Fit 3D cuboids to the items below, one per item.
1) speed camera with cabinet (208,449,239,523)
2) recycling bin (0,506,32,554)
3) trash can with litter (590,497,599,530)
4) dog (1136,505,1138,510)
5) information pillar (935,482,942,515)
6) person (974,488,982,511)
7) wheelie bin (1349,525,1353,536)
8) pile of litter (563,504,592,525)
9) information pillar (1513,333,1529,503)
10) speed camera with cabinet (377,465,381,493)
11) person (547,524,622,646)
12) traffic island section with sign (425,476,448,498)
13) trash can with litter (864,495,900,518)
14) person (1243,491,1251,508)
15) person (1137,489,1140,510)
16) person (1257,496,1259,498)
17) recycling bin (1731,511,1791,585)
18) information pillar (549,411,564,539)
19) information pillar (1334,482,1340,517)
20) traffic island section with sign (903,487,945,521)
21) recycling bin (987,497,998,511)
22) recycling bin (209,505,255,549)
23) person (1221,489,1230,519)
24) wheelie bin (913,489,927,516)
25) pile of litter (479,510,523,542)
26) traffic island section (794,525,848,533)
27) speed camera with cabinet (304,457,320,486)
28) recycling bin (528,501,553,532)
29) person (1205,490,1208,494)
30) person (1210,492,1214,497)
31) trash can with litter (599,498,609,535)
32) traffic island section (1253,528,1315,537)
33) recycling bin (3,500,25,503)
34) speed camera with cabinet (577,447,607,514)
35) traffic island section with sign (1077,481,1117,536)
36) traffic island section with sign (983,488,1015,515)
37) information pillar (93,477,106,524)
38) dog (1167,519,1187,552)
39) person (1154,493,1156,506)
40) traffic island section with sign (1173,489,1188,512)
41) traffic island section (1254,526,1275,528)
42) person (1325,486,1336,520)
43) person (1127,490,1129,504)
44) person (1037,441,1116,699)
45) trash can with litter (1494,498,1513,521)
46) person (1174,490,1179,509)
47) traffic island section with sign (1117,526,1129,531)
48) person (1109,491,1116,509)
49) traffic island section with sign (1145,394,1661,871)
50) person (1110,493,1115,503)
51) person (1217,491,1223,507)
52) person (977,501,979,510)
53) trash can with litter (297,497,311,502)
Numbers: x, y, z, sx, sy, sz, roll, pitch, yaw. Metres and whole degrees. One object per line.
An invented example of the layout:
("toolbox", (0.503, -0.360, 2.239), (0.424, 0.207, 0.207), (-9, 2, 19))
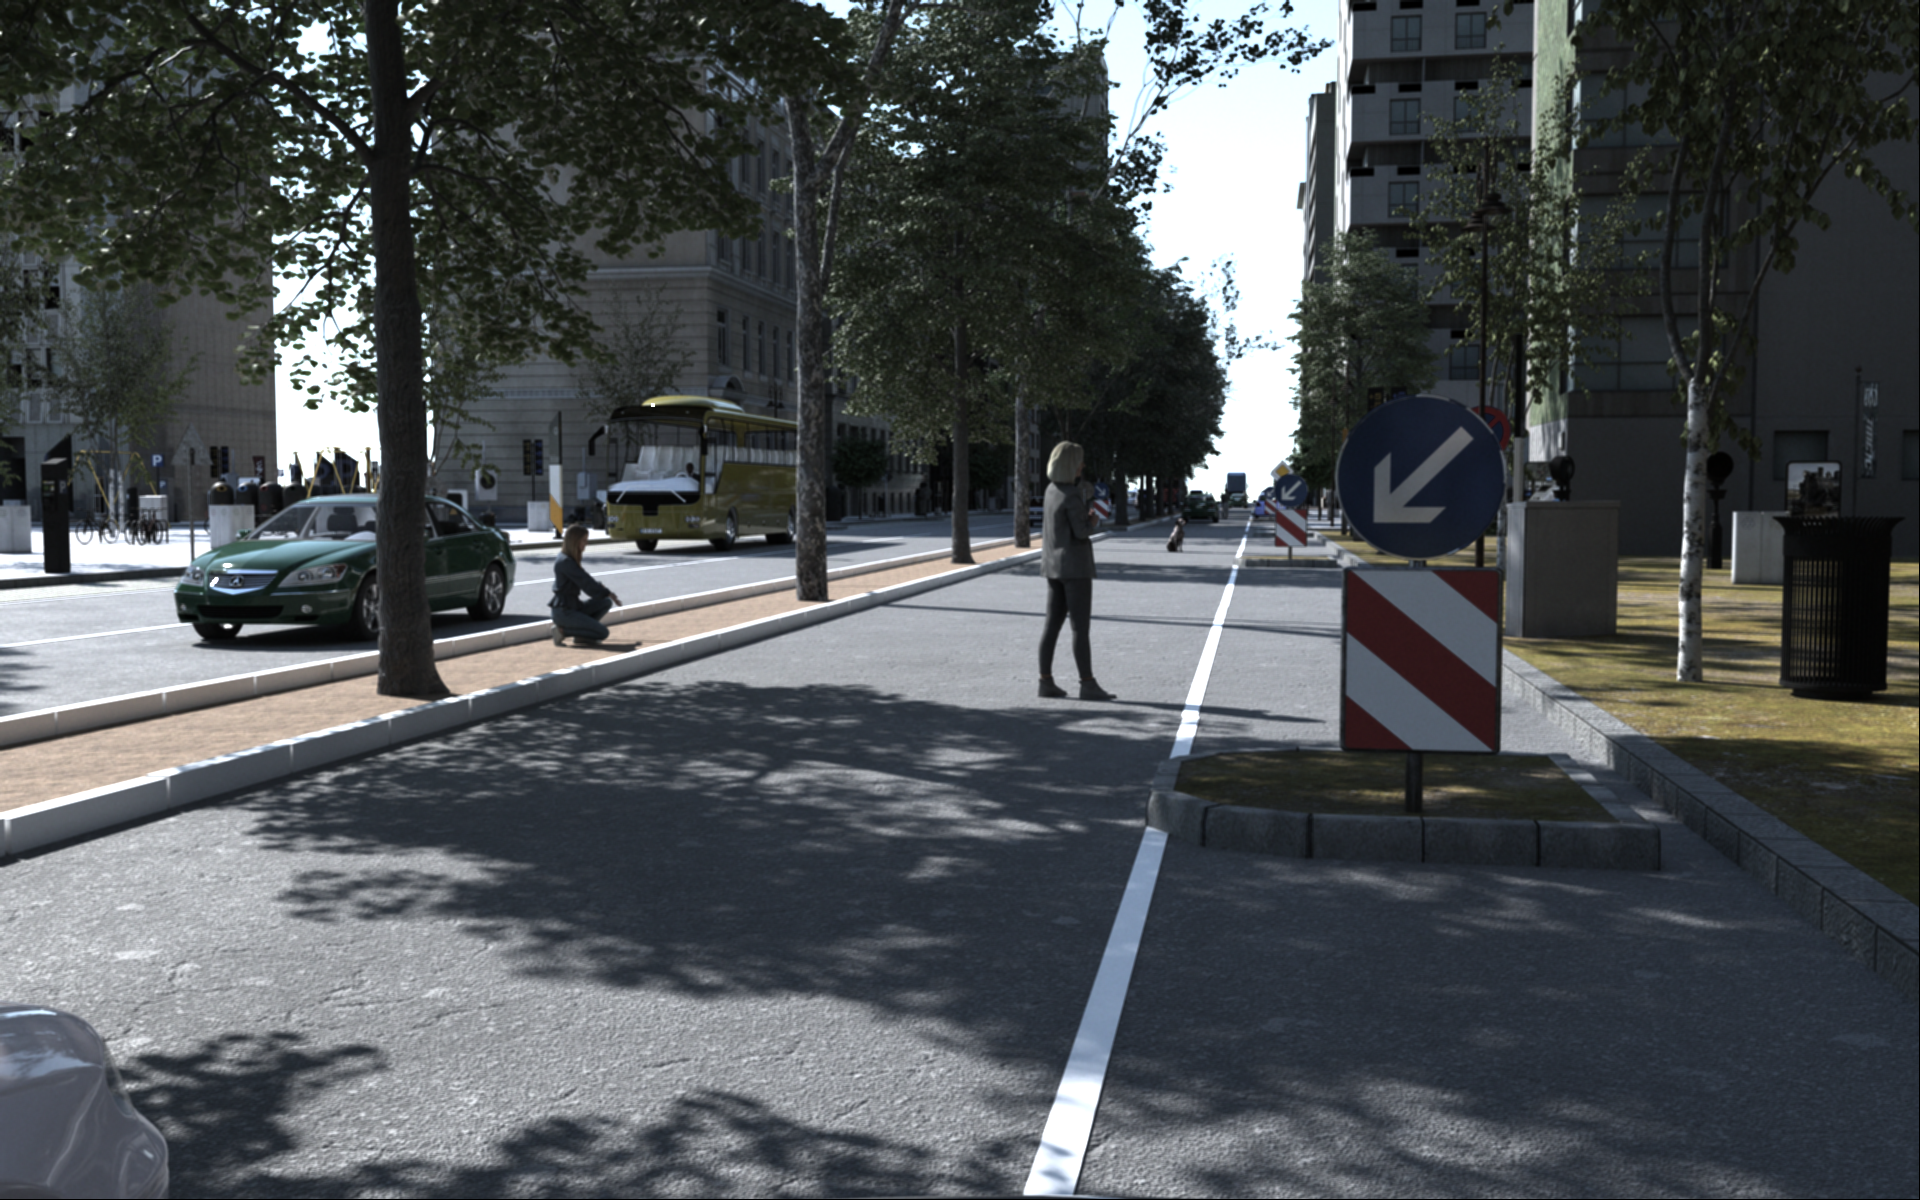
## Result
("speed camera with cabinet", (-32.533, -5.024, 76.482), (2.038, 3.252, 0.660), (3, 5, 44))
("recycling bin", (-20.621, -1.536, 37.662), (0.722, 1.027, 0.722), (-2, 4, -31))
("trash can with litter", (-12.654, -3.086, 61.843), (1.055, 1.170, 0.624), (0, 4, 4))
("dog", (14.623, -7.559, 142.880), (0.406, 0.507, 0.540), (-2, 4, -31))
("information pillar", (-1.313, -6.107, 104.336), (0.304, 2.012, 0.304), (3, 5, 43))
("person", (1.424, -7.872, 135.016), (0.573, 1.790, 0.520), (2, 4, 34))
("wheelie bin", (12.095, -2.717, 52.331), (0.980, 1.594, 0.693), (-1, 4, -10))
("pile of litter", (-15.654, -3.532, 71.710), (1.719, 0.858, 1.176), (0, 4, -7))
("information pillar", (8.232, -2.089, 25.515), (0.183, 3.616, 0.504), (2, 4, 24))
("speed camera with cabinet", (-38.821, -7.564, 118.003), (2.038, 3.252, 0.660), (1, 4, 21))
("person", (-3.520, -0.148, 16.422), (0.738, 1.151, 1.012), (0, 4, -4))
("traffic island section with sign", (-11.425, -1.721, 36.773), (1.989, 1.847, 2.006), (1, 4, 10))
("trash can with litter", (-4.460, -5.120, 94.764), (1.678, 1.210, 2.233), (-3, 4, -39))
("person", (28.998, -10.205, 176.077), (1.217, 1.736, 0.721), (0, 4, -7))
("person", (15.665, -8.767, 151.469), (0.705, 1.869, 1.348), (0, 4, -2))
("person", (34.869, -11.680, 199.436), (1.348, 1.831, 0.705), (1, 4, 15))
("recycling bin", (11.442, -0.747, 24.762), (0.722, 1.027, 0.722), (1, 4, 22))
("information pillar", (-11.447, -3.531, 49.084), (0.504, 3.616, 0.183), (3, 5, 40))
("information pillar", (20.795, -5.583, 95.770), (0.304, 2.012, 0.304), (-1, 4, -21))
("traffic island section with sign", (-1.864, -5.119, 92.320), (1.989, 1.847, 2.006), (1, 4, 10))
("recycling bin", (2.468, -7.189, 130.098), (0.722, 1.027, 0.722), (0, 4, -8))
("recycling bin", (-16.935, -1.697, 40.306), (0.722, 1.027, 0.722), (2, 4, 27))
("person", (15.374, -5.581, 100.291), (0.519, 1.759, 0.362), (-2, 4, -30))
("wheelie bin", (-2.232, -5.707, 101.209), (0.980, 1.594, 0.693), (-1, 4, -19))
("pile of litter", (-12.462, -1.960, 46.017), (1.719, 0.858, 1.176), (-1, 4, -14))
("traffic island section", (-5.720, -2.914, 69.927), (2.009, 0.180, 2.903), (1, 4, 10))
("speed camera with cabinet", (-35.411, -6.065, 93.504), (2.038, 3.252, 0.660), (2, 4, 35))
("recycling bin", (-14.324, -2.850, 59.145), (0.722, 1.027, 0.722), (0, 4, 0))
("person", (25.904, -10.586, 181.597), (1.348, 1.823, 0.705), (-3, 5, -44))
("person", (37.322, -15.249, 257.960), (1.348, 1.807, 0.705), (-2, 4, -30))
("trash can with litter", (-10.615, -2.613, 54.106), (1.055, 1.170, 0.624), (-1, 4, -21))
("traffic island section", (11.001, -2.243, 58.953), (2.009, 0.180, 2.903), (1, 4, 10))
("recycling bin", (-42.042, -3.943, 77.026), (0.722, 1.027, 0.722), (-1, 4, -12))
("speed camera with cabinet", (-15.260, -4.835, 73.388), (2.038, 3.252, 0.660), (2, 4, 29))
("traffic island section with sign", (4.291, -3.193, 60.347), (2.006, 1.907, 1.989), (1, 4, 10))
("traffic island section with sign", (2.724, -6.749, 118.981), (1.989, 1.847, 2.006), (1, 4, 10))
("information pillar", (-37.010, -4.282, 74.497), (0.304, 2.012, 0.304), (1, 4, 19))
("dog", (5.413, -1.611, 43.169), (0.513, 0.831, 0.800), (1, 4, 12))
("person", (23.291, -12.088, 206.591), (0.568, 1.767, 0.683), (1, 4, 21))
("traffic island section with sign", (18.290, -8.169, 141.701), (2.006, 1.907, 1.989), (1, 4, 10))
("traffic island section", (12.356, -2.724, 66.823), (2.009, 0.180, 2.903), (1, 4, 10))
("person", (18.678, -4.942, 87.038), (0.606, 1.804, 0.583), (3, 5, 44))
("person", (11.928, -7.076, 124.532), (0.599, 1.781, 0.374), (-3, 4, -39))
("person", (0.802, -0.219, 12.257), (0.526, 1.800, 0.537), (-1, 4, -11))
("trash can with litter", (21.444, -3.474, 68.186), (1.055, 1.170, 0.624), (3, 5, 44))
("person", (20.841, -9.596, 165.479), (0.705, 1.814, 1.350), (-2, 4, -32))
("traffic island section with sign", (5.557, -3.640, 67.645), (2.006, 1.907, 1.989), (1, 4, 10))
("person", (15.230, -9.961, 171.885), (1.217, 1.766, 0.721), (3, 4, 36))
("traffic island section with sign", (1.854, 0.058, 7.678), (1.989, 1.847, 2.006), (1, 4, 10))
("person", (21.071, -14.211, 238.948), (0.990, 1.755, 0.434), (-3, 4, -38))
("person", (29.305, -11.364, 194.830), (0.750, 1.759, 0.617), (1, 4, 11))
("person", (1.426, -7.947, 140.232), (0.306, 1.304, 0.590), (1, 4, 15))
("trash can with litter", (-16.838, -2.098, 45.361), (2.233, 1.210, 1.678), (1, 4, 13))
